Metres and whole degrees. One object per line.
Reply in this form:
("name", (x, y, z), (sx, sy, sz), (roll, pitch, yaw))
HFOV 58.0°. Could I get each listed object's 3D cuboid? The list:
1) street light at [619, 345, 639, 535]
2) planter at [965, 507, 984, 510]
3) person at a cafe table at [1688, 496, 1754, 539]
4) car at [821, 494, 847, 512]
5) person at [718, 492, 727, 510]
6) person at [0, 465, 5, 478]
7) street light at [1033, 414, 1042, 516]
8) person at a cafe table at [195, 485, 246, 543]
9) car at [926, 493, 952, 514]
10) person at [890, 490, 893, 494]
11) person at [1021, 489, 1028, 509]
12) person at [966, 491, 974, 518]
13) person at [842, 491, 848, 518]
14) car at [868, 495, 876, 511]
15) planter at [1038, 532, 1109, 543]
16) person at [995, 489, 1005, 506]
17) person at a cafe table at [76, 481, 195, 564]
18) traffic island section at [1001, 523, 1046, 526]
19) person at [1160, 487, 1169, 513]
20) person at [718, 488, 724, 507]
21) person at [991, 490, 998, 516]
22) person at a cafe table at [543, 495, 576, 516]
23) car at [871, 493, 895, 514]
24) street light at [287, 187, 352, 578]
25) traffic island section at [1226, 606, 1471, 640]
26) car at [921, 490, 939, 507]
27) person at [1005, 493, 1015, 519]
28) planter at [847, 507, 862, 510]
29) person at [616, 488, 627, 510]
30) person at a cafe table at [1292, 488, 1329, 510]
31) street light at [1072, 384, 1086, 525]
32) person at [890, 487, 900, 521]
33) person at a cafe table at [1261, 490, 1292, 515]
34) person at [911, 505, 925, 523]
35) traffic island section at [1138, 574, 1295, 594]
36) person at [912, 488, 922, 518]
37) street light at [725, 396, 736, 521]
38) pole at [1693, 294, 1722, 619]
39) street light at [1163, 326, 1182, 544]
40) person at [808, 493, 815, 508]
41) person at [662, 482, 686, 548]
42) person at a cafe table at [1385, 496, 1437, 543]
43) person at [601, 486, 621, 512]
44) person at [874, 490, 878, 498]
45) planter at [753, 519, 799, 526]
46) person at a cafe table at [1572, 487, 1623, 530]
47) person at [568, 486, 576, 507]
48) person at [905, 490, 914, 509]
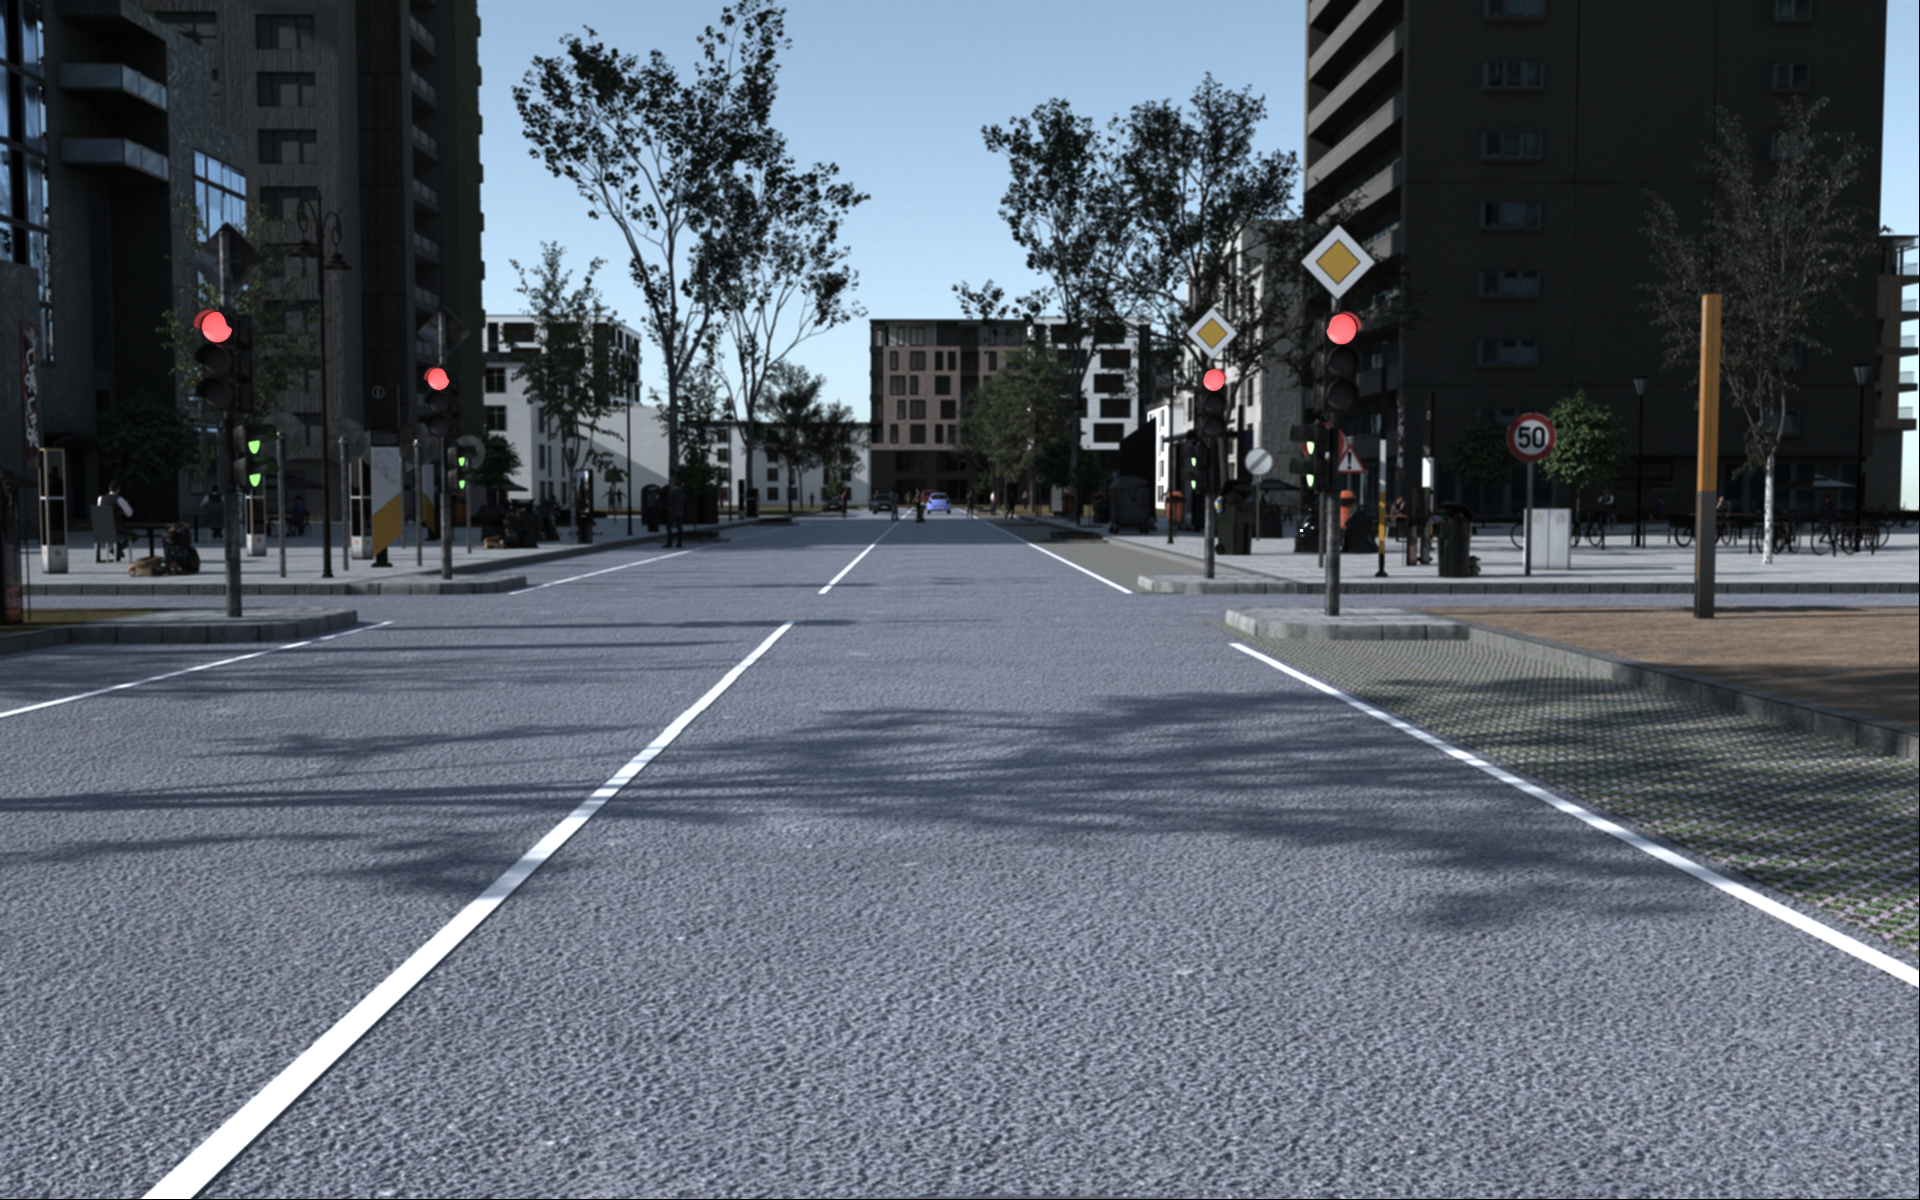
("street light", (-10.337, -4.970, 54.054), (0.468, 5.910, 1.993), (0, 4, -1))
("planter", (1.435, -8.187, 155.001), (1.991, 0.319, 1.994), (0, 4, -1))
("person at a cafe table", (22.107, -2.411, 50.273), (1.698, 1.238, 1.726), (2, 4, 26))
("car", (-9.534, -7.460, 131.757), (2.009, 1.686, 4.222), (0, 4, -1))
("person", (-19.158, -7.918, 138.721), (0.991, 1.433, 0.599), (-2, 4, -28))
("person", (-10.460, -0.679, 18.845), (0.444, 1.614, 0.593), (1, 4, 14))
("street light", (4.482, -7.794, 100.221), (0.468, 5.910, 1.993), (0, 4, -1))
("person at a cafe table", (-19.805, -2.301, 46.134), (1.698, 1.524, 1.622), (-1, 4, -23))
("car", (-1.533, -7.114, 125.900), (1.945, 1.707, 3.694), (0, 4, -1))
("person", (-6.347, -9.388, 161.985), (0.705, 1.826, 1.348), (-2, 4, -24))
("person", (5.423, -8.500, 145.725), (0.721, 1.736, 1.217), (1, 4, 23))
("person", (0.626, -5.686, 102.930), (0.415, 1.643, 0.593), (2, 4, 35))
("person", (-6.884, -5.732, 103.687), (0.415, 1.643, 0.593), (0, 4, -3))
("car", (-6.926, -8.286, 148.063), (1.945, 1.354, 3.894), (0, 4, -2))
("planter", (3.342, -1.850, 51.394), (1.991, 0.319, 1.994), (0, 4, -1))
("person", (3.996, -10.433, 176.644), (1.348, 1.821, 0.705), (0, 4, 0))
("person at a cafe table", (-15.602, -1.459, 32.375), (1.698, 1.524, 1.622), (0, 4, 2))
("traffic island section", (2.844, -3.393, 78.339), (1.991, 0.108, 1.994), (0, 4, -1))
("person", (13.718, -6.606, 114.778), (1.217, 1.736, 0.721), (-2, 4, -30))
("person", (-22.929, -9.803, 166.279), (0.705, 1.831, 1.348), (-3, 4, -37))
("person", (2.268, -6.441, 114.746), (0.436, 1.711, 0.756), (0, 4, -6))
("person at a cafe table", (-17.390, -3.986, 76.038), (1.726, 1.238, 1.698), (-2, 4, -35))
("car", (-5.427, -7.073, 125.424), (2.009, 1.686, 4.222), (0, 4, -1))
("street light", (-9.728, -3.283, 26.465), (0.468, 5.910, 1.993), (0, 4, -1))
("traffic island section", (3.949, 0.245, 18.281), (2.009, 0.180, 2.903), (0, 4, -1))
("car", (-2.788, -9.454, 163.241), (2.281, 1.827, 5.304), (0, 4, -1))
("person", (2.937, -5.378, 99.132), (0.574, 1.496, 0.600), (-1, 4, -20))
("planter", (-9.802, -8.243, 155.912), (1.991, 0.319, 1.994), (0, 4, -1))
("person", (-26.664, -7.874, 135.609), (1.217, 1.723, 0.721), (0, 4, -3))
("person at a cafe table", (13.958, -3.574, 66.955), (1.622, 1.524, 1.698), (0, 4, -5))
("street light", (4.986, -6.107, 72.630), (0.468, 5.910, 1.993), (0, 4, -1))
("person", (-3.491, -5.171, 93.196), (0.875, 1.805, 0.789), (-3, 5, -45))
("person at a cafe table", (15.356, -4.691, 85.215), (1.622, 1.524, 1.698), (-1, 4, -18))
("person", (-2.076, -4.324, 87.119), (0.695, 0.859, 0.347), (-2, 4, -29))
("traffic island section", (3.803, -0.244, 26.265), (2.009, 0.180, 2.903), (0, 4, -1))
("person", (-2.504, -5.789, 103.154), (0.705, 1.823, 1.348), (1, 4, 18))
("street light", (-10.860, -6.662, 81.719), (0.468, 5.910, 1.993), (0, 4, -1))
("pole", (7.688, -1.466, 17.805), (0.158, 3.312, 0.155), (0, 3, 0))
("street light", (5.455, -4.398, 44.693), (0.468, 5.910, 1.993), (0, 4, -1))
("person", (-14.058, -9.472, 164.175), (0.557, 1.426, 1.065), (2, 4, 34))
("person", (-7.725, -2.298, 46.514), (0.568, 1.767, 0.683), (2, 4, 34))
("person at a cafe table", (12.169, -2.187, 46.617), (1.698, 1.238, 1.726), (-2, 4, -28))
("person", (-24.638, -7.114, 122.361), (1.348, 1.824, 0.705), (0, 4, -5))
("person", (-6.545, -7.919, 138.689), (0.721, 1.743, 1.217), (2, 4, 25))
("planter", (-8.387, -3.547, 79.127), (1.991, 0.319, 1.994), (0, 4, -1))
("person at a cafe table", (22.934, -3.280, 62.135), (1.622, 1.524, 1.698), (-2, 4, -34))
("person", (-23.448, -6.103, 105.805), (1.348, 1.826, 0.705), (2, 4, 27))
("person", (-4.775, -9.440, 162.852), (0.705, 1.824, 1.348), (3, 5, 41))
